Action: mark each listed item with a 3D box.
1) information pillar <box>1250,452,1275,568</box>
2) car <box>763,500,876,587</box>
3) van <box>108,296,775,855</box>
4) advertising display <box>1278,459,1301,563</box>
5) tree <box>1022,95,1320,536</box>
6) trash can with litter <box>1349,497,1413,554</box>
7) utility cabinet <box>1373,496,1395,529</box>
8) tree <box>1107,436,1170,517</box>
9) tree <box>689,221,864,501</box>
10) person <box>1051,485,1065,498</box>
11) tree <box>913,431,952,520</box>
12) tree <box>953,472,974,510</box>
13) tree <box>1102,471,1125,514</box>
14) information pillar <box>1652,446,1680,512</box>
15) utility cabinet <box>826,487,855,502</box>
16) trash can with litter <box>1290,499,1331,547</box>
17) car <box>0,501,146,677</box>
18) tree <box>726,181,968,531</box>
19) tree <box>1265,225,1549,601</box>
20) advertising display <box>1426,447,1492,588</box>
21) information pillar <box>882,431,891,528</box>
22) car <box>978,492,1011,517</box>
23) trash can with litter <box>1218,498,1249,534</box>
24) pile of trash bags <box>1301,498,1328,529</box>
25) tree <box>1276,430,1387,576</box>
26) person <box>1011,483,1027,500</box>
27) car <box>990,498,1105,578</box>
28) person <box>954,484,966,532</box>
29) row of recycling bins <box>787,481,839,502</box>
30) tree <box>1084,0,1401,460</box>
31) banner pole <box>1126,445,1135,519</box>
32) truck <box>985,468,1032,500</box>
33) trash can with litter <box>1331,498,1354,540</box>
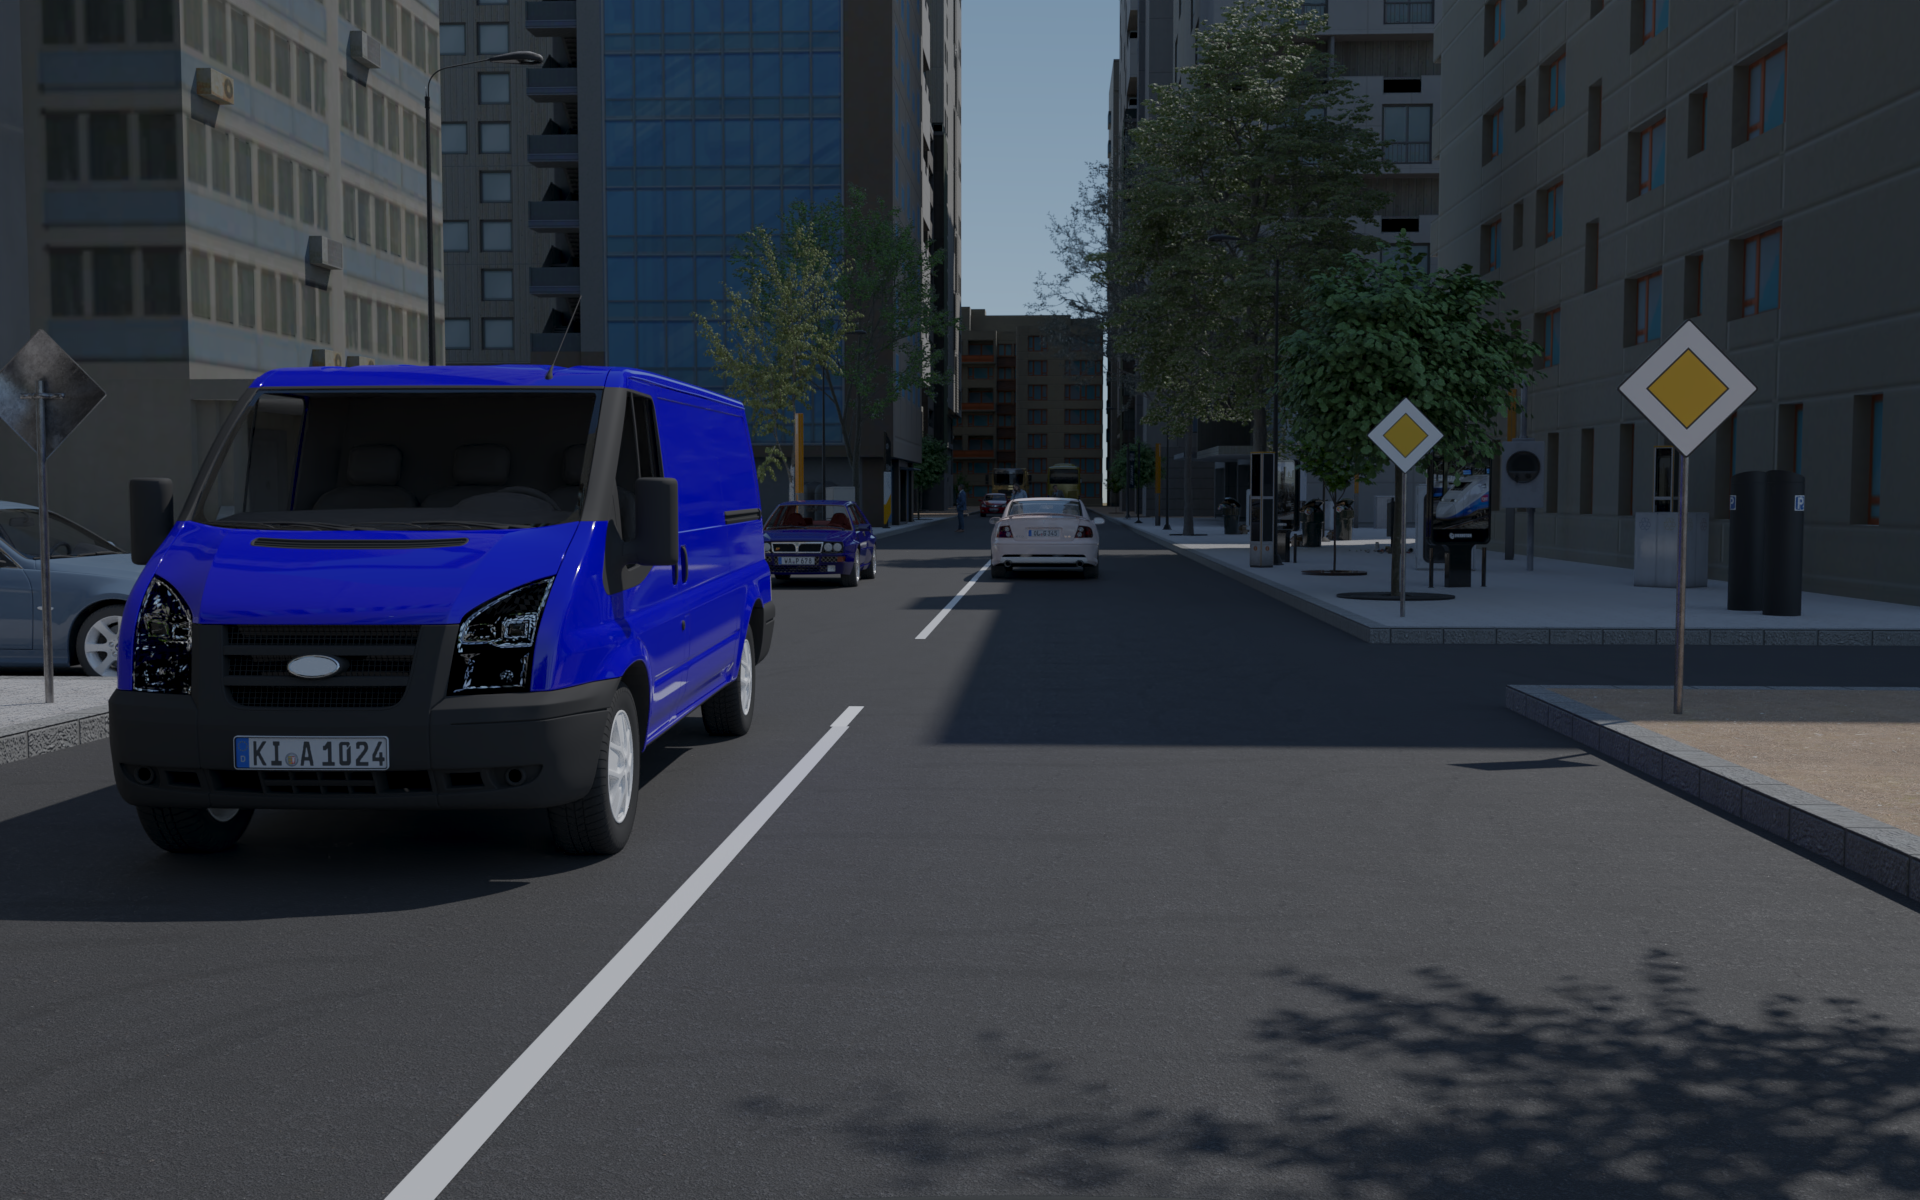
[{"bbox_3d":[5.271,-1.573,30.218,0.304,2.012,0.304,-2,4,-32],"label":"information pillar"},{"bbox_3d":[-2.359,-0.945,28.033,1.945,1.354,3.894,0,4,3],"label":"car"},{"bbox_3d":[-2.223,-0.262,8.674,2.240,2.365,5.245,0,4,1],"label":"van"},{"bbox_3d":[6.077,-1.675,32.599,0.123,1.923,0.974,-1,4,-22],"label":"advertising display"},{"bbox_3d":[7.009,-8.737,53.212,12.009,13.543,11.850,0,3,0],"label":"tree"},{"bbox_3d":[9.354,-1.642,37.903,1.678,1.210,2.233,1,4,14],"label":"trash can with litter"},{"bbox_3d":[15.877,-3.245,64.221,1.020,1.237,0.306,0,4,-8],"label":"utility cabinet"},{"bbox_3d":[9.785,-6.868,95.999,4.285,4.588,4.351,0,3,0],"label":"tree"},{"bbox_3d":[-4.742,-5.864,46.233,4.737,8.622,4.395,0,3,0],"label":"tree"},{"bbox_3d":[4.407,-4.249,77.773,0.655,1.846,0.447,1,4,16],"label":"person"},{"bbox_3d":[-2.793,-6.651,92.461,4.285,4.588,4.351,0,3,0],"label":"tree"},{"bbox_3d":[0.013,-8.796,138.408,1.663,3.219,1.824,0,3,0],"label":"tree"},{"bbox_3d":[10.204,-7.340,114.617,1.663,3.219,1.824,0,3,0],"label":"tree"},{"bbox_3d":[10.767,-1.342,26.432,0.304,2.012,0.304,3,5,39],"label":"information pillar"},{"bbox_3d":[-3.605,-2.653,52.057,0.318,1.500,1.173,2,4,29],"label":"utility cabinet"},{"bbox_3d":[8.347,-1.871,41.970,0.624,1.170,1.055,-2,4,-26],"label":"trash can with litter"},{"bbox_3d":[-7.649,-0.095,13.548,4.499,1.417,2.014,0,4,1],"label":"car"},{"bbox_3d":[-3.726,-8.160,59.175,9.928,11.665,9.643,0,3,0],"label":"tree"},{"bbox_3d":[5.399,-2.296,21.261,4.285,4.588,4.351,0,3,0],"label":"tree"},{"bbox_3d":[6.856,-1.137,23.802,0.974,1.923,0.123,-1,4,-19],"label":"advertising display"},{"bbox_3d":[-2.715,-4.484,64.669,0.183,3.616,0.504,1,4,22],"label":"information pillar"},{"bbox_3d":[2.244,-6.157,109.713,2.155,1.783,4.494,0,4,4],"label":"car"},{"bbox_3d":[8.712,-2.668,55.002,0.624,1.170,1.055,3,5,41],"label":"trash can with litter"},{"bbox_3d":[12.375,-3.311,63.887,3.447,1.369,1.912,0,4,5],"label":"pile of trash bags"},{"bbox_3d":[6.092,-2.010,27.471,1.663,3.219,1.824,0,3,0],"label":"tree"},{"bbox_3d":[2.056,-3.042,58.506,0.793,1.790,0.793,0,4,-5],"label":"person"},{"bbox_3d":[1.542,-1.132,30.873,2.083,1.381,4.827,0,4,4],"label":"car"},{"bbox_3d":[0.039,-3.468,65.385,0.419,1.800,0.721,-1,4,-9],"label":"person"},{"bbox_3d":[-4.838,-3.054,57.041,1.069,1.692,3.534,-2,4,-24],"label":"row of recycling bins"},{"bbox_3d":[6.598,-7.449,39.914,7.486,12.596,7.792,0,3,0],"label":"tree"},{"bbox_3d":[8.671,-6.013,88.335,0.401,3.779,0.863,3,5,42],"label":"banner pole"},{"bbox_3d":[3.888,-8.380,132.937,3.469,3.379,9.791,0,4,4],"label":"truck"},{"bbox_3d":[10.498,-2.246,48.108,0.624,1.170,1.055,-1,4,-17],"label":"trash can with litter"}]
